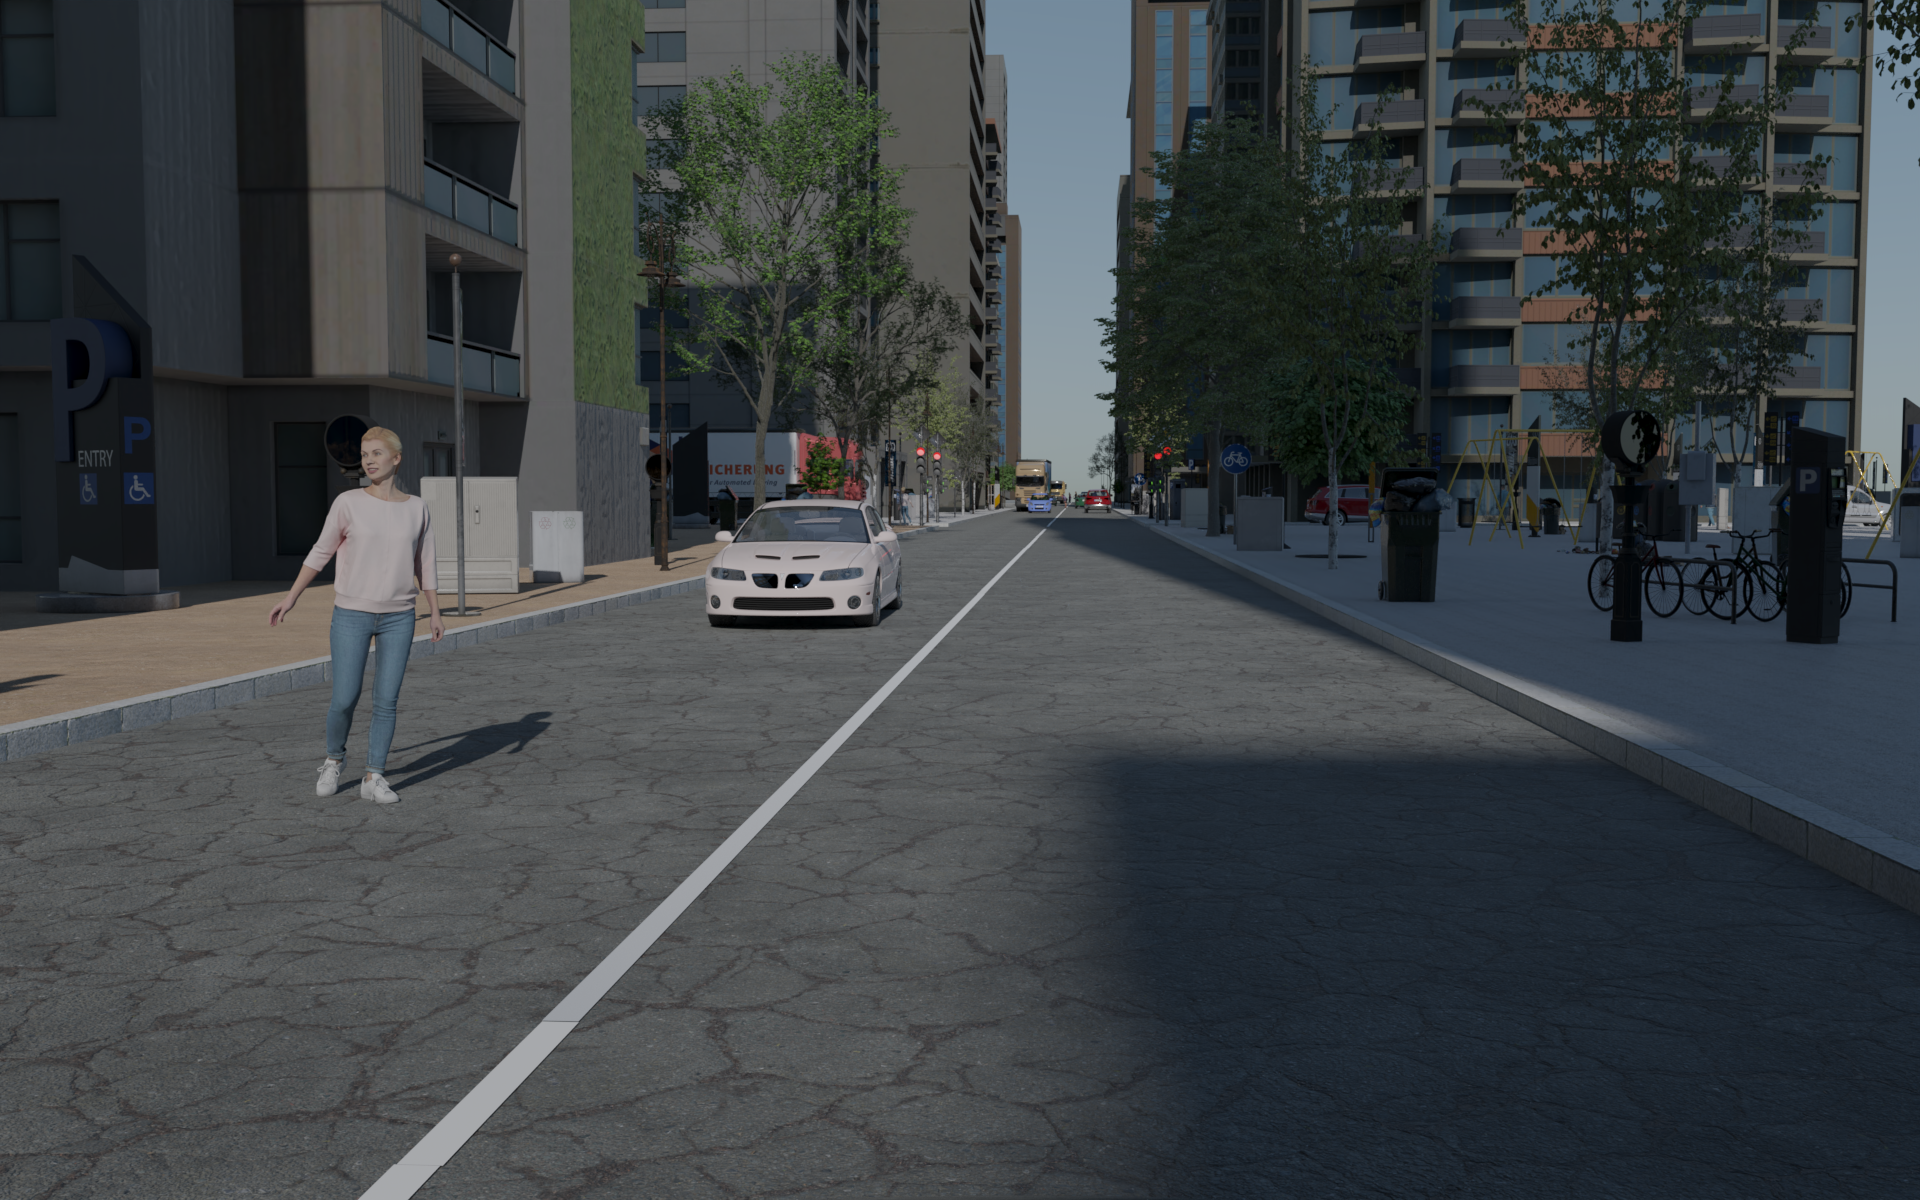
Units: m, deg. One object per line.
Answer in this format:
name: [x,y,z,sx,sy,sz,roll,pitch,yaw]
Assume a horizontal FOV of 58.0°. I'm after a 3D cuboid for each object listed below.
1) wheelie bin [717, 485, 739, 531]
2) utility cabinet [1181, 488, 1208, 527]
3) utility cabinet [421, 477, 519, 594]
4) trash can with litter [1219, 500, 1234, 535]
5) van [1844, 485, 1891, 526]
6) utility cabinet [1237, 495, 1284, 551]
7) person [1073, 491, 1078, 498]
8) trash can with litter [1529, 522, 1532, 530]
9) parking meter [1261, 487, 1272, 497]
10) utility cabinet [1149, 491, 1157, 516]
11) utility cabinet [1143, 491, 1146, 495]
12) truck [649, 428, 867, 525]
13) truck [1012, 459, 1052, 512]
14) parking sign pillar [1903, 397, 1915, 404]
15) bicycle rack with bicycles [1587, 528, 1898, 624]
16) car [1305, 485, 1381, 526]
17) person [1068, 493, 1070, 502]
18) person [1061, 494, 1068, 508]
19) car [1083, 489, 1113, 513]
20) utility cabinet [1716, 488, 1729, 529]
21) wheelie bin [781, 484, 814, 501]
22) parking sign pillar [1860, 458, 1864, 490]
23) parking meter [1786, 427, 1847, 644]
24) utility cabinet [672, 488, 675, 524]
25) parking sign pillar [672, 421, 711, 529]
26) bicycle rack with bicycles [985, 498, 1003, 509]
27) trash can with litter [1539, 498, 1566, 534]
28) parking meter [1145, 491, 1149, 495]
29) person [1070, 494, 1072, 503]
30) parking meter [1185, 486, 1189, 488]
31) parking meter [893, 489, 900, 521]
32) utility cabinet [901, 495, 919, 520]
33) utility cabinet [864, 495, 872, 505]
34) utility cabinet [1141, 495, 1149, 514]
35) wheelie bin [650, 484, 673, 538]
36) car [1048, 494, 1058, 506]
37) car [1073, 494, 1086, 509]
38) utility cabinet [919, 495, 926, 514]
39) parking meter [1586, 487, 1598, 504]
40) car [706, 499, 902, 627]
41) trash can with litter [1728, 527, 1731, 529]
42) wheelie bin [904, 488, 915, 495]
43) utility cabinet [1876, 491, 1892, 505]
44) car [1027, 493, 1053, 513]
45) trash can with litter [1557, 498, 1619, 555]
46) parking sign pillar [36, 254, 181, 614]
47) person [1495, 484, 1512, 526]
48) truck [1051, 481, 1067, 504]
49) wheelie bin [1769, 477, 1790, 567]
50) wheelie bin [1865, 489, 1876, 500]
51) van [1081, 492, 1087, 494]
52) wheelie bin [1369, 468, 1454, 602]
wheelie bin: [-8.180,-3.246,60.983,0.693,1.594,0.980,0,4,2]
utility cabinet: [9.061,-3.550,66.719,1.173,1.500,0.318,-2,4,-30]
utility cabinet: [-6.260,-0.824,22.150,1.173,1.500,0.318,-1,4,-11]
trash can with litter: [8.467,-2.683,55.254,1.055,1.170,0.624,2,4,34]
van: [36.469,-3.927,71.218,4.112,2.044,2.013,0,4,4]
utility cabinet: [6.787,-1.712,39.145,1.020,1.237,0.306,1,4,17]
person: [15.894,-14.045,238.151,0.705,1.822,1.348,-2,4,-23]
trash can with litter: [20.509,-3.064,61.490,0.624,1.170,1.055,1,4,16]
parking meter: [10.530,-3.122,59.452,0.372,1.533,0.369,0,3,0]
utility cabinet: [11.367,-5.685,101.635,0.318,1.500,1.173,0,4,-8]
utility cabinet: [12.651,-6.853,120.722,0.318,1.500,1.173,-3,5,-39]
truck: [-9.039,-5.223,74.311,11.283,4.237,2.839,0,4,3]
truck: [6.005,-9.347,141.733,2.839,4.237,11.283,0,4,6]
parking sign pillar: [26.988,-3.659,48.303,1.447,3.967,1.447,0,4,-1]
bicycle rack with bicycles: [8.250,-0.276,17.889,2.852,0.926,2.925,-1,4,-8]
car: [16.930,-3.840,71.452,5.304,1.827,2.281,0,4,6]
person: [18.994,-17.783,300.046,0.445,1.727,0.742,0,4,3]
person: [10.481,-9.896,173.530,0.697,1.427,0.421,-1,4,-21]
car: [10.380,-7.451,130.503,2.281,1.827,5.304,0,4,4]
utility cabinet: [27.435,-3.279,62.293,0.318,1.500,1.173,2,4,28]
wheelie bin: [-4.890,-2.702,52.093,0.980,1.594,0.693,0,4,-2]
parking sign pillar: [48.597,-6.473,94.306,1.447,3.967,1.447,0,4,-5]
parking meter: [7.375,-0.562,14.907,0.255,1.863,0.399,-2,4,-30]
utility cabinet: [-10.925,-3.633,68.075,0.318,1.500,1.173,1,4,18]
parking sign pillar: [-9.994,-4.638,64.302,1.447,3.967,1.447,0,4,-1]
bicycle rack with bicycles: [2.667,-8.220,147.786,2.852,0.926,2.925,0,4,2]
trash can with litter: [18.833,-2.668,55.001,0.624,1.170,1.055,3,5,41]
parking meter: [12.787,-6.684,117.700,0.372,1.533,0.369,0,3,0]
person: [17.237,-15.740,269.070,0.599,1.433,0.991,-1,4,-10]
parking meter: [16.934,-7.596,129.909,0.399,1.863,0.255,3,4,36]
parking meter: [-3.046,-4.634,84.171,0.372,1.533,0.369,0,3,0]
utility cabinet: [-2.619,-4.613,86.584,0.306,1.237,1.020,-3,4,-37]
utility cabinet: [-4.937,-4.663,87.395,1.020,1.237,0.306,-3,4,-37]
utility cabinet: [11.547,-5.982,108.973,1.020,1.237,0.306,-2,4,-28]
wheelie bin: [-8.663,-2.566,49.865,0.693,1.594,0.980,1,4,22]
car: [10.534,-11.877,203.975,2.009,1.686,4.222,0,4,2]
car: [12.270,-9.754,171.272,2.131,1.459,4.920,0,4,4]
utility cabinet: [-2.733,-6.186,112.298,1.020,1.237,0.306,0,4,-3]
parking meter: [21.648,-3.117,59.373,0.372,1.533,0.369,0,3,0]
car: [-1.727,-0.484,20.276,2.083,1.381,4.827,0,4,3]
trash can with litter: [28.734,-3.255,64.279,2.233,1.210,1.678,-3,4,-38]
wheelie bin: [-2.868,-5.396,96.125,0.980,1.594,0.693,2,4,30]
utility cabinet: [65.958,-7.047,123.895,1.173,1.500,0.318,3,5,42]
car: [6.013,-7.387,130.370,1.945,1.707,3.694,0,4,4]
trash can with litter: [13.798,-1.614,37.448,1.678,1.210,2.233,-1,4,-13]
parking sign pillar: [-9.469,-1.877,19.158,1.447,3.967,1.447,2,4,34]
person: [22.868,-3.953,72.999,0.638,1.841,0.748,3,5,39]
truck: [13.863,-15.622,251.341,3.469,3.379,9.791,0,4,5]
wheelie bin: [14.792,-1.399,30.783,0.693,1.594,0.980,1,4,14]
wheelie bin: [57.769,-6.250,110.092,0.693,1.594,0.980,1,4,9]
van: [21.087,-17.483,292.864,2.013,2.044,4.112,0,4,4]
wheelie bin: [5.413,-0.784,20.731,0.980,1.594,0.693,0,4,4]
